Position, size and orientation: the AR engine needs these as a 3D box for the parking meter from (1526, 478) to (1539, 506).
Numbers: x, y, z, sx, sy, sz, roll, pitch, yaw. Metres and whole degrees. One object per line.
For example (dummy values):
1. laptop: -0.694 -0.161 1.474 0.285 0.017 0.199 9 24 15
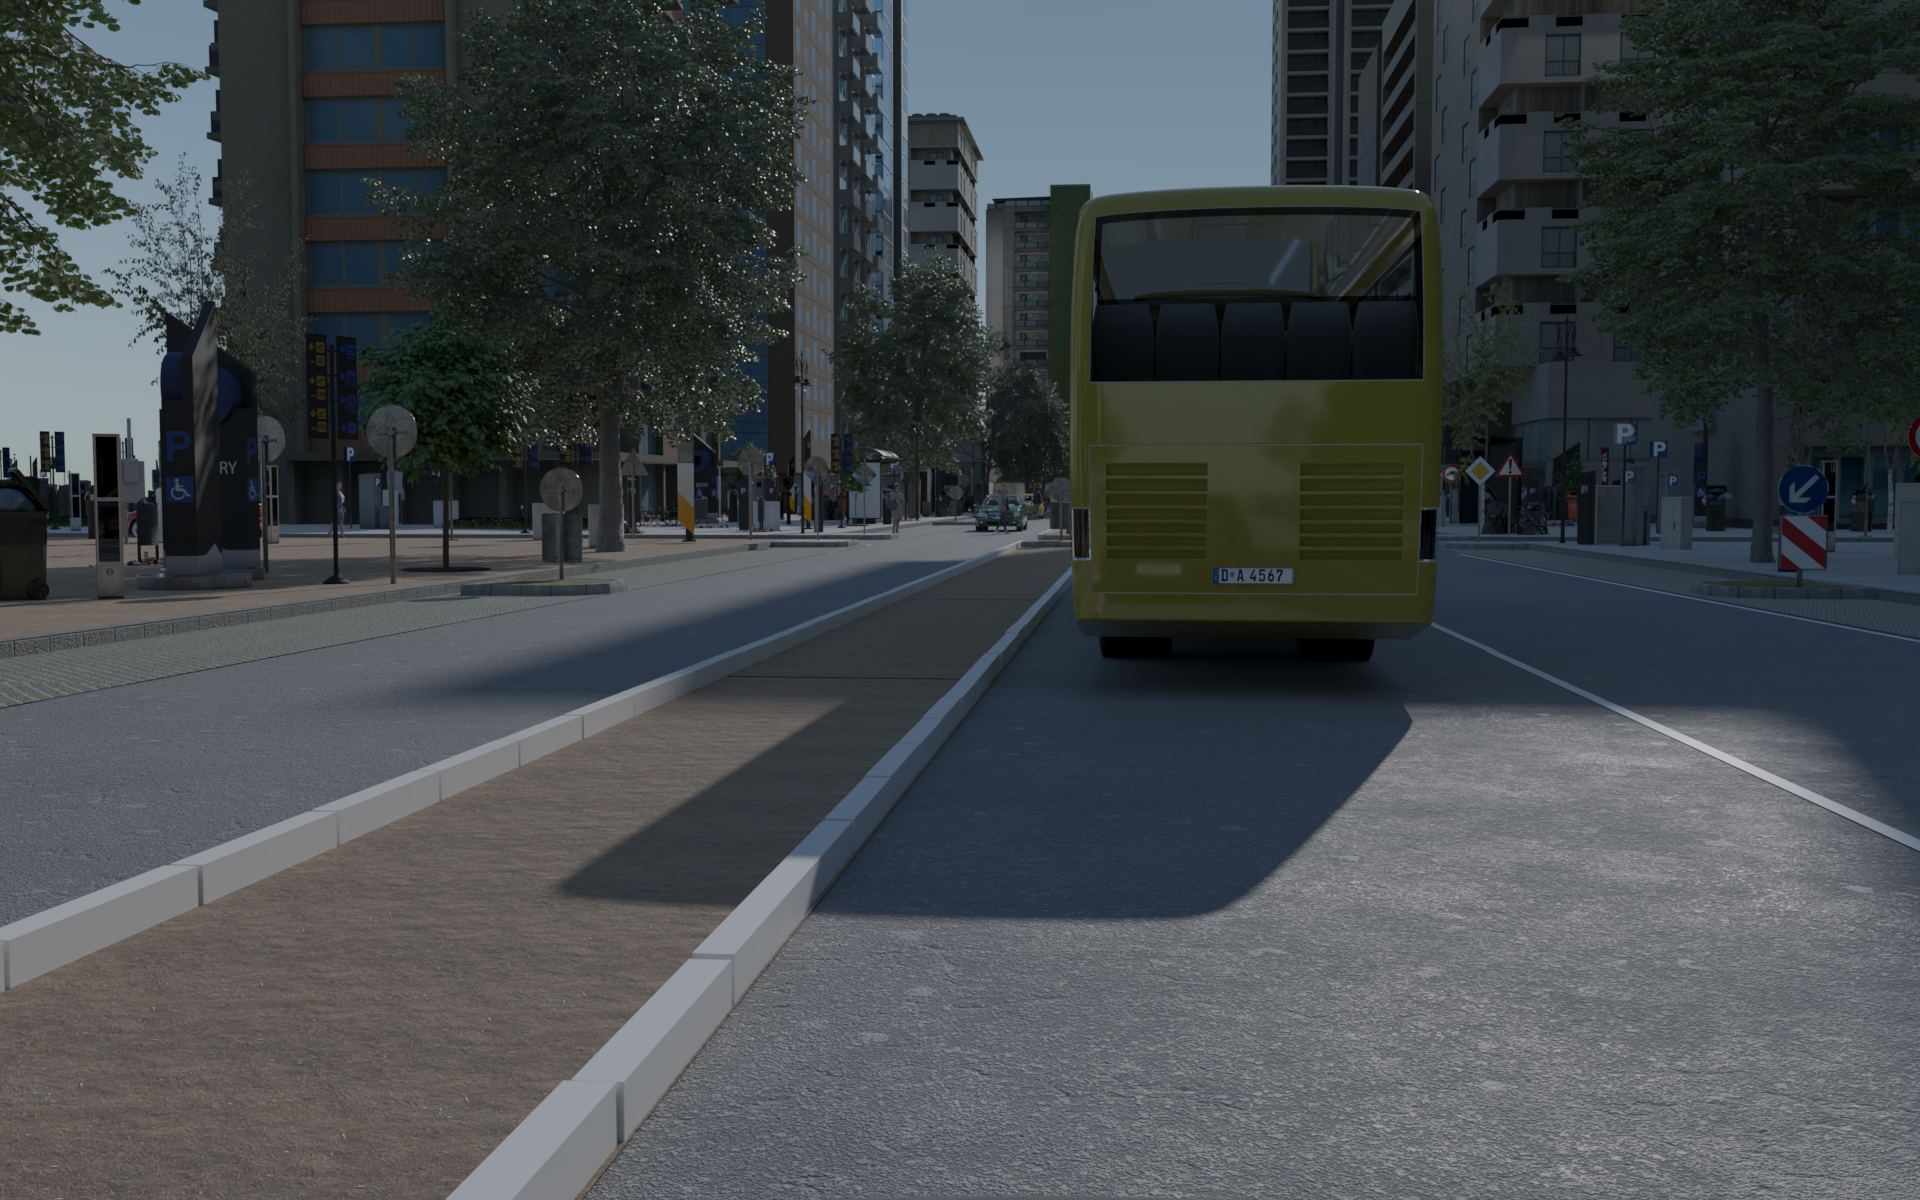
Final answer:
1. parking meter: 20.650 -3.473 62.491 0.399 1.863 0.255 1 4 12

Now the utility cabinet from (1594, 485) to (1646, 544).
1. utility cabinet: 16.796 -2.175 44.244 1.173 1.500 0.318 0 4 -4

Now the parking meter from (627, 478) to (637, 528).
1. parking meter: -11.632 -3.405 61.380 0.255 1.863 0.399 -2 4 -24

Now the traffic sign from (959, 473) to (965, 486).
1. traffic sign: -0.091 -6.328 103.563 0.768 2.556 0.104 0 4 8

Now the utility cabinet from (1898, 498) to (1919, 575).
1. utility cabinet: 15.368 -0.983 27.235 1.020 1.237 0.306 3 5 41

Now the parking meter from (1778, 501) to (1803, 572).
1. parking meter: 13.669 -1.227 28.474 0.372 1.533 0.369 0 3 0

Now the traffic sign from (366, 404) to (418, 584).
1. traffic sign: -8.090 -1.501 24.651 0.768 2.556 0.104 0 4 7

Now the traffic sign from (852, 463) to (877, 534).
1. traffic sign: -3.061 -3.170 55.477 0.795 2.450 0.064 0 4 6

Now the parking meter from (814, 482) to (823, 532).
1. parking meter: -4.744 -3.203 58.075 0.255 1.863 0.399 -1 4 -17

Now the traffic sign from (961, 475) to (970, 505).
1. traffic sign: 0.278 -7.094 116.092 0.768 2.556 0.104 1 4 11

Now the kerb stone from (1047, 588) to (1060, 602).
1. kerb stone: 1.191 -0.026 22.668 0.120 0.150 1.000 0 4 6

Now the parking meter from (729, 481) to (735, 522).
1. parking meter: -10.356 -4.490 79.119 0.255 1.863 0.399 -2 4 -34

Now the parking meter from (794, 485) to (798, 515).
1. parking meter: -10.261 -6.253 107.948 0.255 1.863 0.399 -1 4 -9

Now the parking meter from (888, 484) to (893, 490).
1. parking meter: -4.169 -6.069 104.935 0.399 1.863 0.255 3 5 45

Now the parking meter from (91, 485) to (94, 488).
1. parking meter: -55.942 -6.485 111.739 0.399 1.863 0.255 3 5 41

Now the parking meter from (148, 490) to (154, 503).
1. parking meter: -52.295 -6.335 111.983 0.372 1.533 0.369 0 3 0

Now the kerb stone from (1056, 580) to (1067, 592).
1. kerb stone: 1.402 -0.153 24.719 0.120 0.150 1.000 0 4 6

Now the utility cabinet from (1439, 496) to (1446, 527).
1. utility cabinet: 18.700 -3.511 68.567 0.306 1.237 1.020 -3 5 -41

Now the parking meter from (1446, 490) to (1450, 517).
1. parking meter: 27.127 -5.352 95.912 0.372 1.533 0.369 0 3 0

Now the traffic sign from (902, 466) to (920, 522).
1. traffic sign: -2.271 -4.871 79.644 0.884 2.594 0.081 1 4 14

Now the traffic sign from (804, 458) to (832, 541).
1. traffic sign: -3.898 -2.685 47.536 0.795 2.450 0.064 0 4 6

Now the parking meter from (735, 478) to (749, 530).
1. parking meter: -7.636 -3.397 61.258 0.399 1.863 0.255 1 4 11

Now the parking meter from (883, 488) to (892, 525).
1. parking meter: -3.058 -3.936 72.766 0.372 1.533 0.369 0 3 0

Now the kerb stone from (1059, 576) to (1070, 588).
1. kerb stone: 1.512 -0.217 25.741 0.120 0.150 1.000 0 4 6

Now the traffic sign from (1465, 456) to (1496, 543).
1. traffic sign: 13.697 -2.570 45.668 0.795 2.450 0.064 0 4 6

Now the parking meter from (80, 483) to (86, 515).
1. parking meter: -45.553 -5.140 89.752 0.255 1.863 0.399 1 4 18

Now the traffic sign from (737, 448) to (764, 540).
1. traffic sign: -5.854 -2.953 48.393 0.768 2.556 0.104 1 4 10

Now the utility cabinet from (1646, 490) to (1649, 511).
1. utility cabinet: 36.620 -5.199 93.675 1.173 1.500 0.318 0 4 3

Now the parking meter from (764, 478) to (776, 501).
1. parking meter: -7.116 -3.615 64.816 0.399 1.863 0.255 -3 5 -40

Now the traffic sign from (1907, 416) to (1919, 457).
1. traffic sign: 14.979 -1.627 26.704 0.768 2.556 0.104 1 4 10

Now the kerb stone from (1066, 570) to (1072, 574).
1. kerb stone: 1.728 -0.342 27.780 0.120 0.150 1.000 0 4 6

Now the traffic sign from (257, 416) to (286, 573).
1. traffic sign: -11.296 -1.713 28.117 0.768 2.556 0.104 1 4 12

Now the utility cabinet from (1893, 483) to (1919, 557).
1. utility cabinet: 19.037 -1.559 34.174 0.318 1.500 1.173 -1 4 -17

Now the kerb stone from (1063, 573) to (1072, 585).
1. kerb stone: 1.621 -0.279 26.757 0.120 0.150 1.000 0 4 6

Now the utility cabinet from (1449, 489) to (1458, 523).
1. utility cabinet: 21.737 -4.136 76.308 0.318 1.500 1.173 1 4 13

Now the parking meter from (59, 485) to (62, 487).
1. parking meter: -55.662 -6.222 107.438 0.399 1.863 0.255 -2 4 -33

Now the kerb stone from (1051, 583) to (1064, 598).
1. kerb stone: 1.302 -0.091 23.689 0.120 0.150 1.000 0 4 6

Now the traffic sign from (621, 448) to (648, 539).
1. traffic sign: -9.281 -3.007 49.165 0.884 2.594 0.081 0 4 7

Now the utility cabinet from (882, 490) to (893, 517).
1. utility cabinet: -3.893 -5.324 95.719 1.173 1.500 0.318 -3 5 -41

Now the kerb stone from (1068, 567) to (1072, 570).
1. kerb stone: 1.843 -0.404 28.796 0.120 0.150 1.000 0 4 6

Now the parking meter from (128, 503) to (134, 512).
1. parking meter: -58.519 -6.960 122.203 0.372 1.533 0.369 0 3 0

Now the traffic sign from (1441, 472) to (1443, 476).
1. traffic sign: 14.534 -3.056 53.609 0.795 2.450 0.064 0 4 6

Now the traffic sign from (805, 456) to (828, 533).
1. traffic sign: -4.764 -3.502 57.364 0.768 2.556 0.104 1 4 9

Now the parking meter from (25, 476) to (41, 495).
1. parking meter: -13.475 -1.017 25.038 0.372 1.533 0.369 0 3 0

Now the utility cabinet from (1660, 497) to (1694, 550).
1. utility cabinet: 16.674 -1.783 40.313 0.306 1.237 1.020 0 4 -3

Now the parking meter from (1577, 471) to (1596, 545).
1. parking meter: 15.841 -2.331 43.830 0.255 1.863 0.399 -3 5 -41

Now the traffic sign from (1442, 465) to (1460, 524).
1. traffic sign: 21.181 -4.561 74.680 0.768 2.556 0.104 1 4 13

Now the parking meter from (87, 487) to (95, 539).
1. parking meter: -24.638 -2.502 49.315 0.372 1.533 0.369 0 3 0

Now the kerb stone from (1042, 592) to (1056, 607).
1. kerb stone: 1.080 0.035 21.648 0.120 0.150 1.000 0 4 6

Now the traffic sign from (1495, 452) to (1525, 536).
1. traffic sign: 16.945 -3.264 53.378 0.884 2.594 0.081 1 4 12

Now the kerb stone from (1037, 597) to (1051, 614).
1. kerb stone: 0.970 0.096 20.621 0.120 0.150 1.000 0 4 6
